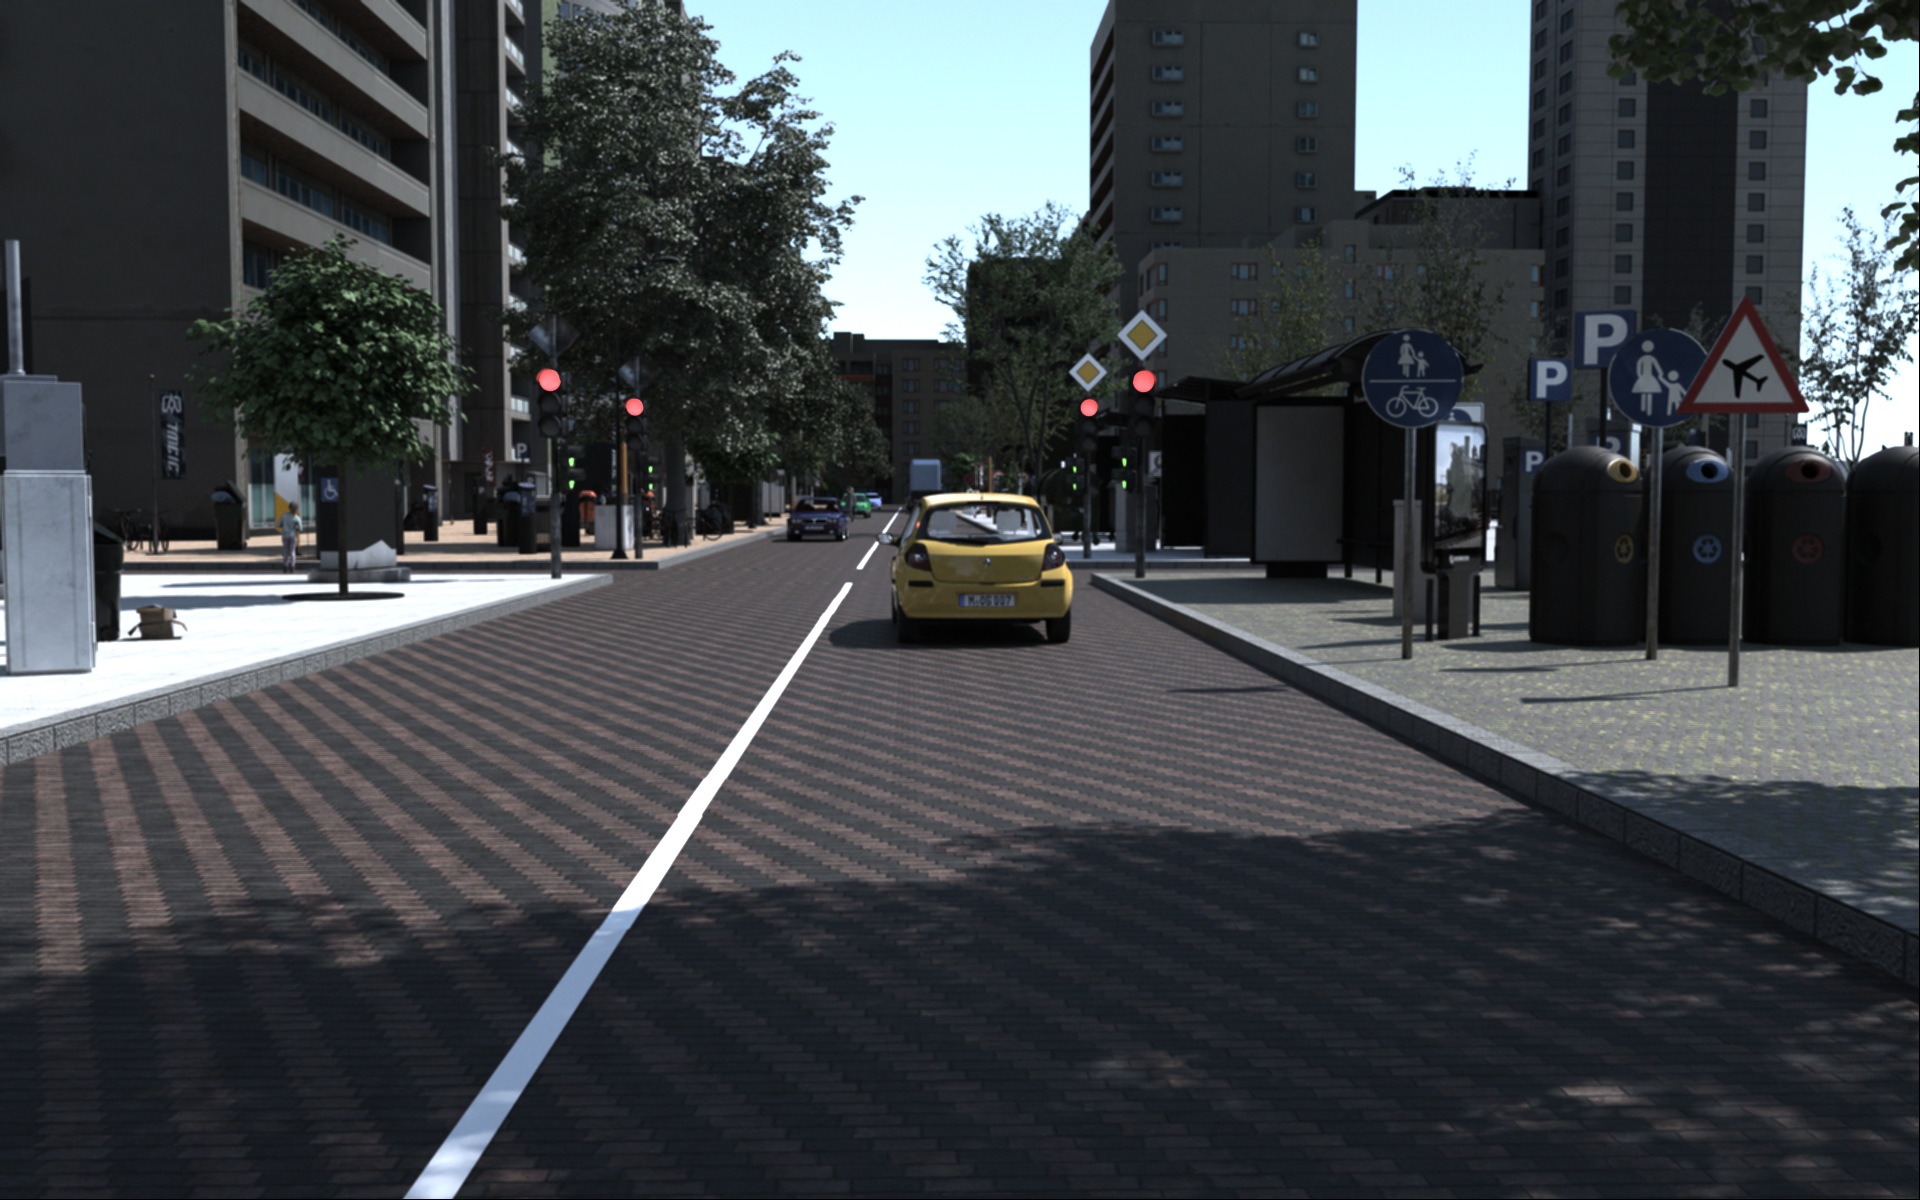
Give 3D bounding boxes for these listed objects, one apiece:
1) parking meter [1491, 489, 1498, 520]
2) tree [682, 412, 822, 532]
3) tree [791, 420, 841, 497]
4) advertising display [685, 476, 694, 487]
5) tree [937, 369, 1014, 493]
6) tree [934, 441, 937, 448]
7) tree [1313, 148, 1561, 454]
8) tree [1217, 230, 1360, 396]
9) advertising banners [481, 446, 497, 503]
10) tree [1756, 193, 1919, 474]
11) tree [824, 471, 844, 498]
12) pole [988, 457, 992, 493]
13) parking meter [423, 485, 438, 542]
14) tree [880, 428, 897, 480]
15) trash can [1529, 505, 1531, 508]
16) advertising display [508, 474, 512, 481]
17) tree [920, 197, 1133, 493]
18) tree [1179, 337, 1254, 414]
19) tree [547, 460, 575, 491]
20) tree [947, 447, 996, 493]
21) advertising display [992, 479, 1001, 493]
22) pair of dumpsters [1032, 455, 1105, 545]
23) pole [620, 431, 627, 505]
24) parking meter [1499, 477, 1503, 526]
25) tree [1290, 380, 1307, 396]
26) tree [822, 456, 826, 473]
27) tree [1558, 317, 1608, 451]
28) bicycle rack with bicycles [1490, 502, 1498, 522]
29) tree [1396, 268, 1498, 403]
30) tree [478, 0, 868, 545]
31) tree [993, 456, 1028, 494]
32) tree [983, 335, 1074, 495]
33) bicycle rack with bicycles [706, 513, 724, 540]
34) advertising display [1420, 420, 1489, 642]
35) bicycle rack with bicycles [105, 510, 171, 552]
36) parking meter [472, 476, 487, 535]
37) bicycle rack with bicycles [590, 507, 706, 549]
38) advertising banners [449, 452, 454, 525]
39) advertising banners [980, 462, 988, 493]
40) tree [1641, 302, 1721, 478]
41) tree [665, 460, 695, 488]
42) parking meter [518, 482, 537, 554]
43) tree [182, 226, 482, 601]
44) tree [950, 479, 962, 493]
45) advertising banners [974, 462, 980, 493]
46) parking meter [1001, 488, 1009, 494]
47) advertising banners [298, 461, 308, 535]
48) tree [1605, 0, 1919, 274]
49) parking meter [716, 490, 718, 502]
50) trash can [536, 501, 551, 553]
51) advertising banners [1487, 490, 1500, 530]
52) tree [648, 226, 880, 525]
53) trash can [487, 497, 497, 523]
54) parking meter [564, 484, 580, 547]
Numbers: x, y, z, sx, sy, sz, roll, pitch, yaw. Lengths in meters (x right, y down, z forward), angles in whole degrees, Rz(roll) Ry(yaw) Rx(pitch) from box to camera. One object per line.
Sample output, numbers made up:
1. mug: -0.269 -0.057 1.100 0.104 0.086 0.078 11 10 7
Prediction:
1. parking meter: 26.545 -4.744 85.967 0.372 1.533 0.369 0 3 0
2. tree: -7.773 -4.579 58.583 4.285 4.588 4.351 0 3 0
3. tree: -10.304 -10.563 123.072 4.737 8.622 4.395 0 3 0
4. advertising display: -10.055 -3.496 62.376 0.974 1.923 0.123 -2 4 -31
5. tree: 1.625 -9.268 101.900 4.360 8.622 3.978 0 3 0
6. tree: 0.023 -12.689 157.830 4.360 8.622 3.978 0 3 0
7. tree: 10.184 -5.337 37.622 4.360 8.622 3.978 0 3 0
8. tree: 9.360 -6.036 49.051 4.737 8.622 4.395 0 3 0
9. advertising banners: -16.562 -4.137 63.820 2.074 3.025 0.090 -1 4 -11
10. tree: 22.007 -5.658 42.868 4.360 8.622 3.978 0 3 0
11. tree: -11.406 -9.735 153.774 1.663 3.219 1.824 0 3 0
12. pole: 1.633 -6.153 94.443 0.158 3.312 0.155 0 3 0
13. parking meter: -14.336 -2.354 46.902 0.372 1.533 0.369 0 3 0
14. tree: -11.080 -15.587 171.848 9.611 12.733 9.660 0 3 0
15. trash can: 31.018 -5.037 94.000 0.748 1.137 0.748 0 3 0
16. advertising display: -14.359 -3.066 55.340 0.123 1.923 0.974 -1 4 -15
17. tree: 2.679 -8.351 62.294 9.928 11.665 9.643 0 3 0
18. tree: 12.311 -7.960 80.502 4.360 8.622 3.978 0 3 0
19. tree: -18.369 -5.203 79.669 1.663 3.219 1.824 0 3 0
20. tree: 0.829 -8.136 116.737 4.285 4.588 4.351 0 3 0
21. advertising display: 1.549 -4.153 73.119 0.123 1.923 0.974 -1 4 -15
22. pair of dumpsters: 2.821 -2.616 45.263 1.574 2.255 4.437 0 4 -2
23. pole: -10.810 -3.782 55.675 0.158 3.312 0.155 0 3 0
24. parking meter: 15.871 -2.722 50.218 0.399 1.863 0.255 0 4 -4
25. tree: 19.342 -9.195 100.705 4.360 8.622 3.978 0 3 0
26. tree: -9.525 -7.249 102.229 4.285 4.588 4.351 0 3 0
27. tree: 22.601 -7.131 66.952 4.360 8.622 3.978 0 3 0
28. bicycle rack with bicycles: 25.225 -4.091 80.274 2.925 0.926 2.852 0 4 4
29. tree: 15.171 -6.444 55.715 4.737 8.622 4.395 0 3 0
30. tree: -7.165 -8.352 43.210 9.857 13.997 8.962 0 3 0
31. tree: 2.738 -5.778 89.068 1.663 3.219 1.824 0 3 0
32. tree: 2.881 -7.870 79.035 4.737 8.622 4.395 0 3 0
33. bicycle rack with bicycles: -8.227 -2.067 47.172 2.925 0.926 2.852 1 4 15
34. advertising display: 4.375 -0.618 15.321 0.123 1.923 0.974 3 5 44
35. bicycle rack with bicycles: -19.197 -1.568 39.025 2.852 0.926 2.925 -2 4 -30
36. parking meter: -15.217 -3.006 54.862 0.399 1.863 0.255 -3 5 -41
37. bicycle rack with bicycles: -7.659 -1.743 41.886 2.852 0.926 2.925 0 4 -8
38. advertising banners: -21.189 -4.643 72.093 0.090 3.025 2.074 -1 4 -13
39. advertising banners: 1.636 -6.078 95.566 0.090 3.025 2.074 3 4 37
40. tree: 28.105 -7.166 67.534 4.360 8.622 3.978 0 3 0
41. tree: -13.860 -5.554 85.412 1.663 3.219 1.824 0 3 0
42. parking meter: -9.241 -1.748 36.996 0.372 1.533 0.369 0 3 0
43. tree: -7.556 -2.300 21.320 4.285 4.588 4.351 0 3 0
44. tree: -0.221 -11.749 186.691 1.663 3.219 1.824 0 3 0
45. advertising banners: 0.833 -5.889 92.480 0.090 3.025 2.074 0 4 4
46. parking meter: 1.988 -4.152 76.298 0.372 1.533 0.369 0 3 0
47. advertising banners: -15.034 -2.746 41.088 2.074 3.025 0.090 1 4 12
48. tree: 4.497 -5.338 5.407 7.486 12.596 7.792 0 3 0
49. parking meter: -13.573 -5.461 97.705 0.372 1.533 0.369 0 3 0
50. trash can: -9.250 -1.621 38.162 0.748 1.137 0.748 0 3 0
51. advertising banners: 18.846 -4.044 62.300 2.074 3.025 0.090 2 4 25
52. tree: -8.612 -9.475 71.924 9.611 12.733 9.660 0 3 0
53. trash can: -20.994 -4.026 77.474 0.748 1.137 0.748 0 3 0
54. parking meter: -9.390 -2.048 41.892 0.372 1.533 0.369 0 3 0
